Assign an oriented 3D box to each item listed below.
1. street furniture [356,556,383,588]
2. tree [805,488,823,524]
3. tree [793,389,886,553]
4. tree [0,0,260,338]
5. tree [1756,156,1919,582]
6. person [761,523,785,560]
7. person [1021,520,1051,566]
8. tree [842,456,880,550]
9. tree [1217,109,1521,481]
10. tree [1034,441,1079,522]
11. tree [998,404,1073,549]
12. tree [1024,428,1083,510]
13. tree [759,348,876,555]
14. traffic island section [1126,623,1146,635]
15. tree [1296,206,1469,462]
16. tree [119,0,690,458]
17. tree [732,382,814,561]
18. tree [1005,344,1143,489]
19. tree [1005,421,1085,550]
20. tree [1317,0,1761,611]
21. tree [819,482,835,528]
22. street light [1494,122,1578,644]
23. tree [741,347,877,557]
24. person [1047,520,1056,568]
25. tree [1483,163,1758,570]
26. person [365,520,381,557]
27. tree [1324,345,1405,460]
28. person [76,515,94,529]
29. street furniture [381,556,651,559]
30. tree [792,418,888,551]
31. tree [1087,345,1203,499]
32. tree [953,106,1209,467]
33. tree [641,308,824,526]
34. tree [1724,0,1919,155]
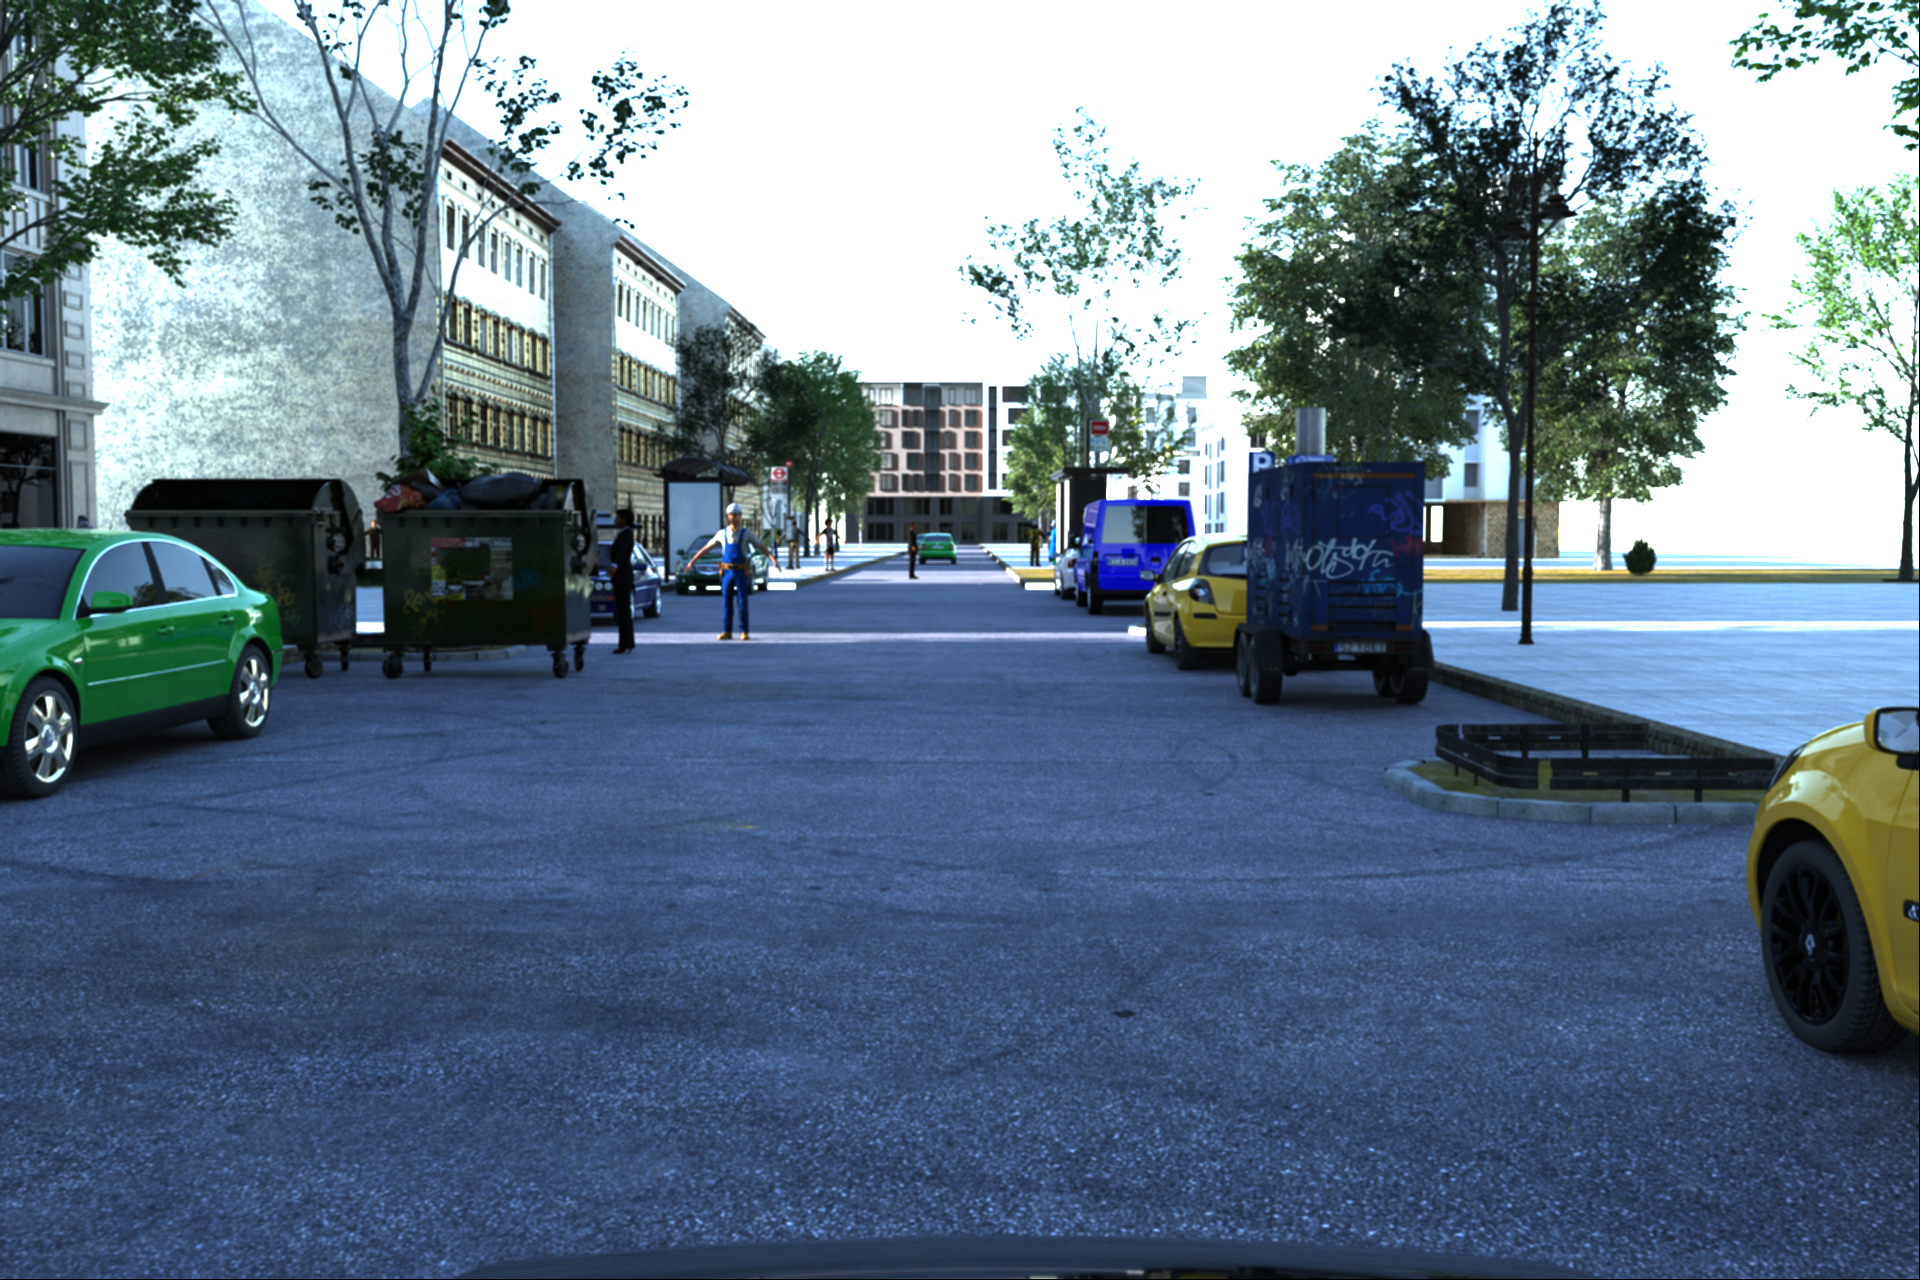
[{"bbox_3d":[-15.175,-1.857,45.984,5.734,0.657,10.072,0,4,3],"label":"street furniture"},{"bbox_3d":[-22.214,-19.464,236.364,7.486,12.596,7.792,0,3,0],"label":"tree"},{"bbox_3d":[-8.729,-11.706,117.147,9.928,11.665,9.643,0,3,0],"label":"tree"},{"bbox_3d":[-12.449,-5.801,20.603,9.928,11.665,9.643,0,3,0],"label":"tree"},{"bbox_3d":[25.697,-7.376,46.348,9.928,11.665,9.643,0,3,0],"label":"tree"},{"bbox_3d":[-9.119,-4.817,84.727,1.349,1.833,0.705,2,4,23],"label":"person"},{"bbox_3d":[2.988,-3.849,68.695,1.354,1.858,0.705,2,4,32],"label":"person"},{"bbox_3d":[-7.926,-11.717,141.930,4.360,8.622,3.978,0,3,0],"label":"tree"},{"bbox_3d":[12.035,-8.891,52.019,9.857,13.997,8.962,0,3,0],"label":"tree"},{"bbox_3d":[6.816,-10.801,126.966,4.360,8.622,3.978,0,3,0],"label":"tree"},{"bbox_3d":[6.737,-14.271,151.455,7.486,12.596,7.792,0,3,0],"label":"tree"},{"bbox_3d":[6.486,-9.996,113.792,4.737,8.622,4.395,0,3,0],"label":"tree"},{"bbox_3d":[-9.142,-11.501,106.166,7.486,12.596,7.792,0,3,0],"label":"tree"},{"bbox_3d":[3.448,-0.149,25.300,1.991,0.108,1.994,0,4,0],"label":"traffic island section"},{"bbox_3d":[9.303,-5.445,39.392,4.360,8.622,3.978,0,3,0],"label":"tree"},{"bbox_3d":[-11.589,-10.964,35.151,12.611,20.169,13.585,0,3,0],"label":"tree"},{"bbox_3d":[-8.910,-8.041,81.829,4.360,8.622,3.978,0,3,0],"label":"tree"},{"bbox_3d":[6.278,-10.363,95.186,9.928,11.665,9.643,0,3,0],"label":"tree"},{"bbox_3d":[7.292,-12.416,137.421,8.767,10.594,7.601,3,5,45],"label":"tree"},{"bbox_3d":[9.528,-5.772,28.792,7.601,10.594,8.767,-2,4,-25],"label":"tree"},{"bbox_3d":[-17.728,-17.911,243.199,4.360,8.622,3.978,0,3,0],"label":"tree"},{"bbox_3d":[6.606,-2.889,20.029,0.468,5.910,1.993,0,3,0],"label":"street light"},{"bbox_3d":[-8.276,-10.363,95.187,9.928,11.665,9.643,0,3,0],"label":"tree"},{"bbox_3d":[3.610,-3.674,66.192,0.704,1.817,1.347,-1,4,-14],"label":"person"},{"bbox_3d":[22.843,-9.457,61.276,9.857,13.997,8.962,0,3,0],"label":"tree"},{"bbox_3d":[-22.241,-3.652,65.846,1.346,1.812,0.704,-1,4,-21],"label":"person"},{"bbox_3d":[14.422,-6.785,61.297,4.360,8.622,3.978,0,3,0],"label":"tree"},{"bbox_3d":[-21.466,-2.184,42.418,0.621,1.740,0.551,0,4,-3],"label":"person"},{"bbox_3d":[-15.670,-2.718,60.061,10.072,0.657,5.734,1,4,18],"label":"street furniture"},{"bbox_3d":[-9.173,-12.428,128.953,9.928,11.665,9.643,0,3,0],"label":"tree"},{"bbox_3d":[7.144,-7.208,68.217,4.737,8.622,4.395,0,3,0],"label":"tree"},{"bbox_3d":[5.380,-13.691,79.730,12.611,20.169,13.585,0,3,0],"label":"tree"},{"bbox_3d":[-9.153,-8.330,70.611,8.767,10.594,7.601,2,4,24],"label":"tree"},{"bbox_3d":[8.769,-5.320,12.739,9.928,11.665,9.643,0,3,0],"label":"tree"}]
